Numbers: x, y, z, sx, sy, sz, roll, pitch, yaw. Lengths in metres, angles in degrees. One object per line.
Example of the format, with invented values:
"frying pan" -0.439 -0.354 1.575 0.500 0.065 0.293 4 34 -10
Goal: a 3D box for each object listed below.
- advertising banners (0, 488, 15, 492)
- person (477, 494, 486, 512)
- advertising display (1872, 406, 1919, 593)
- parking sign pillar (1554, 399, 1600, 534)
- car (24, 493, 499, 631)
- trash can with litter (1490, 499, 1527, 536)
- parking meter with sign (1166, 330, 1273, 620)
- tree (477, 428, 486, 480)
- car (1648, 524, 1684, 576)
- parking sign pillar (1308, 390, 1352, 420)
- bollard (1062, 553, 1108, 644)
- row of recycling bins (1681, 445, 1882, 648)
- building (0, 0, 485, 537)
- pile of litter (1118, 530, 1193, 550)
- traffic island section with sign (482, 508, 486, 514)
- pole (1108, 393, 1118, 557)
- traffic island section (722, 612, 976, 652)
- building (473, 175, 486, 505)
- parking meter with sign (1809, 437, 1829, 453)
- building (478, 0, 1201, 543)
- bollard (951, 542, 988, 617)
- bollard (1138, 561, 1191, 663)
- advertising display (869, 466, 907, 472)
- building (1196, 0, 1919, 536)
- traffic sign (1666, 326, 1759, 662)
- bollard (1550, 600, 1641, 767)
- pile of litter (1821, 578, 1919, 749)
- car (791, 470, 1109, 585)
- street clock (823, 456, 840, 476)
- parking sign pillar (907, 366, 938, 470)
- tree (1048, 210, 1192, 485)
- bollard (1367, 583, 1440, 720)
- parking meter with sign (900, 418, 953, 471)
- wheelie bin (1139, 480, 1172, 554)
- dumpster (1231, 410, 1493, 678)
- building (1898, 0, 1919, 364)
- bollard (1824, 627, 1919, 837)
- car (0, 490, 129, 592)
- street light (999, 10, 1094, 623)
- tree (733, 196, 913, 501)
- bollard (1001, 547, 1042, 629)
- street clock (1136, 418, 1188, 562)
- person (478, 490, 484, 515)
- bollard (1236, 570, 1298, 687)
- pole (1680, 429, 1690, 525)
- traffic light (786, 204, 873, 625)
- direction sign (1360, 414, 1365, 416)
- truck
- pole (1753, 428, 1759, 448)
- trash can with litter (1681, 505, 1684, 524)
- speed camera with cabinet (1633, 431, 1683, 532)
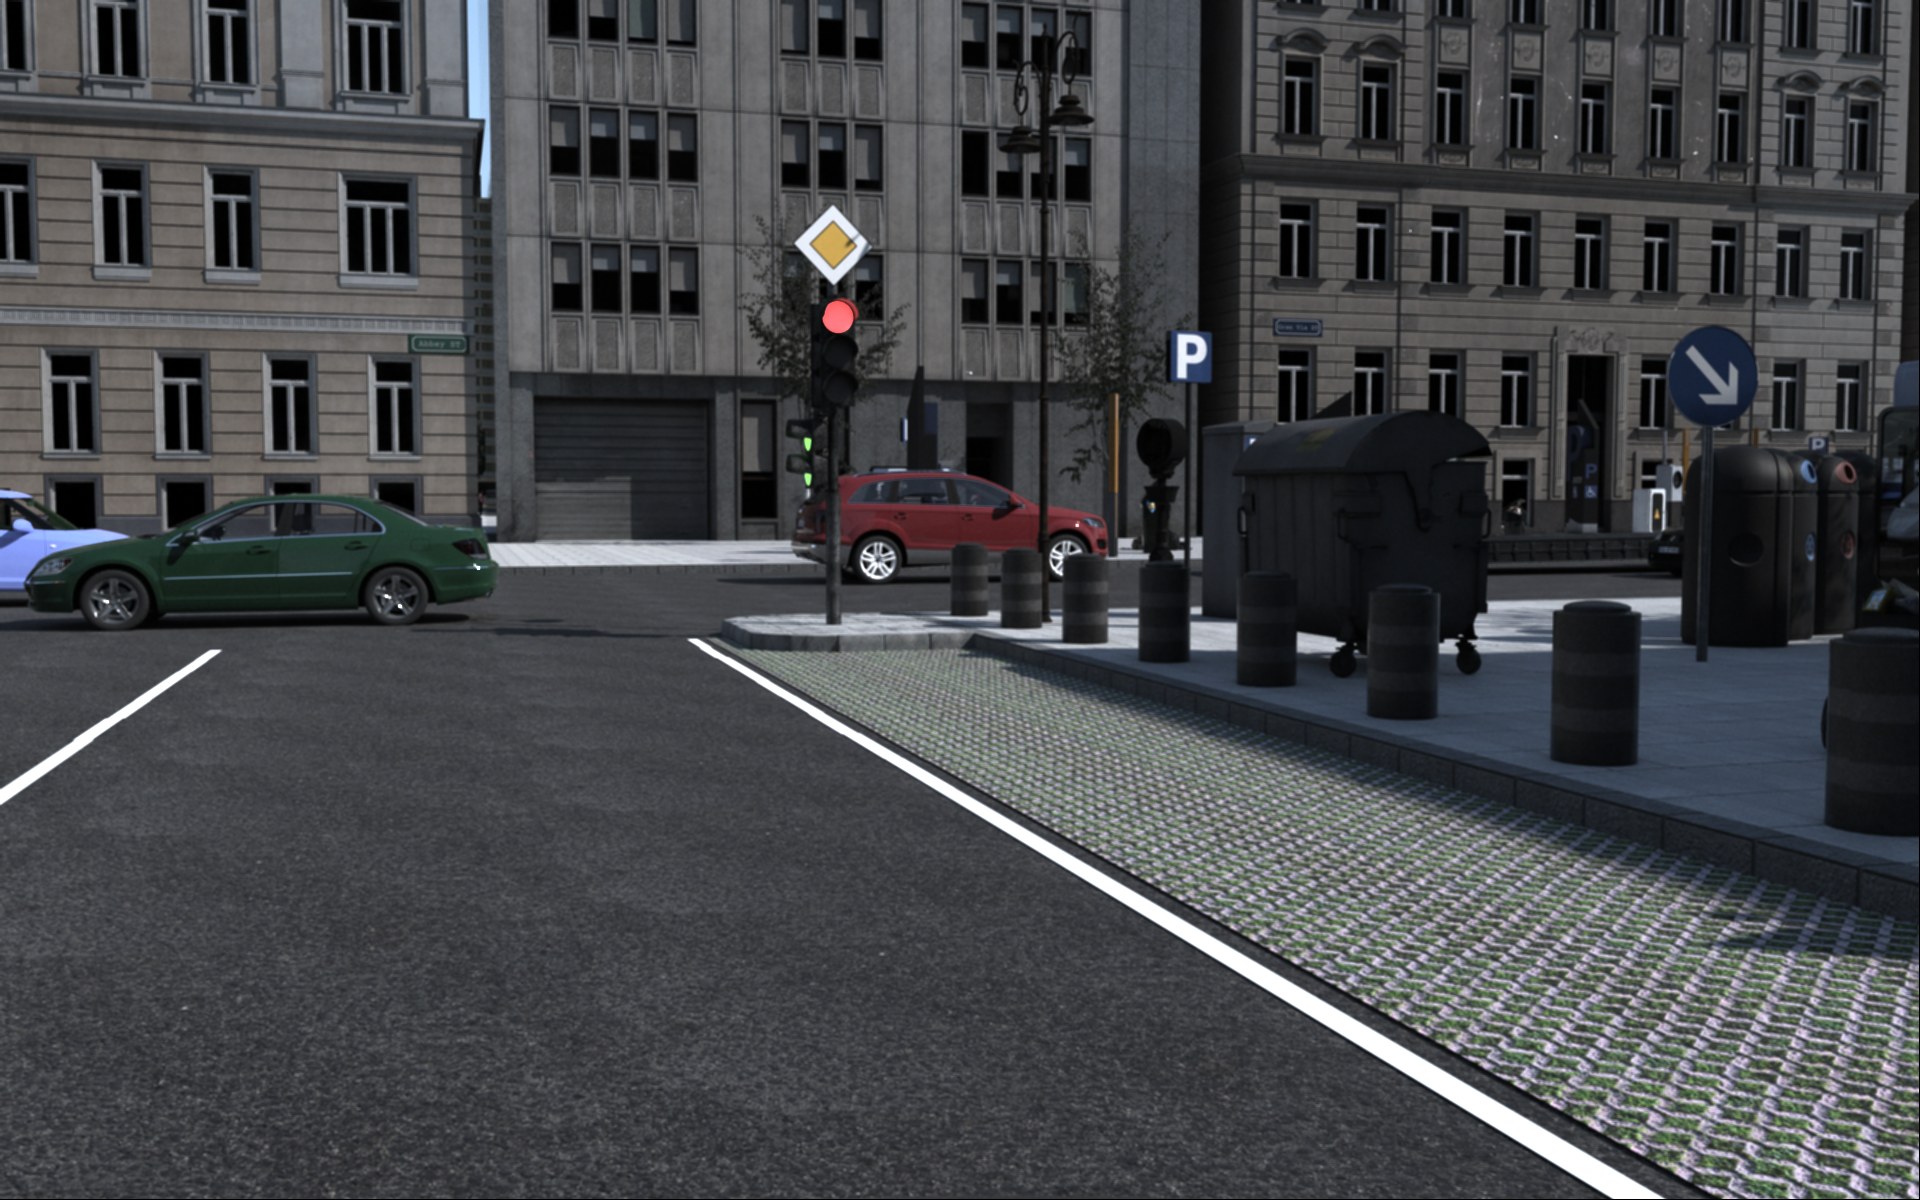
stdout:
"advertising banners" -22.247 -2.602 38.723 2.074 3.025 0.090 0 4 -6
"person" -38.504 -7.935 138.954 1.217 1.743 0.721 0 4 -8
"advertising display" 7.157 -0.449 12.556 0.123 1.923 0.974 -3 5 -40
"parking sign pillar" 17.509 -3.683 48.696 1.447 3.967 1.447 0 4 -1
"car" -7.680 -0.458 19.292 4.920 1.459 2.131 -1 4 -15
"trash can with litter" 13.229 -1.880 42.127 1.055 1.170 0.624 3 5 41
"parking meter with sign" 2.854 -1.324 17.912 0.543 3.016 1.738 -2 4 -29
"tree" -43.912 -15.561 171.432 9.611 12.733 9.660 0 3 0
"car" 14.054 -1.239 30.037 4.222 1.686 2.009 -1 4 -16
"parking sign pillar" 9.568 -3.481 45.389 1.447 3.967 1.447 1 4 11
"bollard" 1.083 -0.016 14.978 0.404 0.777 0.398 0 3 0
"row of recycling bins" 7.539 -0.529 15.768 1.069 1.692 3.534 3 5 45
"building" -23.657 -16.023 47.884 20.117 28.700 13.634 -1 4 -16
"pile of litter" 4.471 -1.590 39.959 1.719 0.858 1.176 1 4 22
"traffic island section with sign" -33.594 -7.193 126.229 1.989 1.847 2.006 -1 4 -16
"pole" 3.116 -2.531 35.225 0.158 3.312 0.155 0 3 0
"traffic island section" -1.220 0.320 17.052 2.009 0.180 2.903 -1 4 -16
"building" -60.979 -31.880 213.125 23.993 40.220 32.217 -1 4 -16
"parking meter with sign" 26.923 -3.504 53.555 1.738 3.016 0.543 -3 4 -37
"building" -4.285 -14.378 53.101 19.932 24.808 12.078 -1 4 -16
"bollard" 0.099 -0.219 18.295 0.404 0.777 0.398 0 3 0
"bollard" 1.572 0.085 13.321 0.404 0.777 0.398 0 3 0
"advertising display" -1.633 -2.149 40.355 0.974 1.923 0.123 -2 4 -24
"building" 18.201 -16.021 59.209 25.104 27.353 12.463 -1 4 -16
"traffic sign" 5.692 -0.802 13.213 0.768 2.556 0.104 -1 4 -10
"bollard" 3.055 0.391 8.325 0.404 0.777 0.398 0 3 0
"pile of litter" 4.961 0.329 8.584 1.719 0.858 1.176 -2 4 -30
"car" -0.122 -1.220 28.613 5.304 1.827 2.281 -1 4 -16
"street clock" -2.490 -1.731 32.866 0.358 2.002 0.471 -3 4 -36
"parking sign pillar" -0.824 -2.978 37.160 1.447 3.967 1.447 -1 4 -12
"tree" 4.082 -5.846 45.951 4.360 8.622 3.978 0 3 0
"bollard" 2.558 0.289 10.000 0.404 0.777 0.398 0 3 0
"parking meter with sign" -0.553 -2.633 39.307 1.738 3.016 0.543 3 5 44
"wheelie bin" 4.251 -1.814 37.566 0.693 1.594 0.980 0 4 2
"dumpster" 2.969 -0.434 12.858 1.264 1.857 1.865 -1 4 -16
"building" 42.296 -16.452 66.245 25.104 27.353 12.463 -1 4 -16
"bollard" 3.552 0.493 6.653 0.404 0.777 0.398 0 3 0
"car" -12.450 -0.785 22.425 3.694 1.707 1.945 -1 4 -16
"street light" 0.834 -2.714 17.168 0.468 5.910 1.993 -1 4 -16
"tree" -3.647 -5.693 43.440 4.360 8.622 3.978 0 3 0
"bollard" 0.592 -0.118 16.640 0.404 0.777 0.398 0 3 0
"street clock" 1.937 -0.739 16.657 0.358 2.002 0.471 -3 5 -40
"person" -32.079 -6.548 116.242 0.721 1.739 1.217 -1 4 -8
"bollard" 2.067 0.187 11.666 0.404 0.777 0.398 0 3 0
"pole" 22.649 -3.686 54.113 0.158 3.312 0.155 0 3 0
"traffic light" -1.261 -1.713 16.926 0.839 4.253 0.868 -1 4 -16
"direction sign" 11.426 -3.498 49.192 0.379 3.537 0.876 2 4 24
"truck" 13.916 -2.638 32.898 18.799 4.110 2.967 -1 4 -16
"pole" 24.594 -3.656 53.611 0.158 3.312 0.155 0 3 0
"trash can with litter" 21.102 -2.374 50.198 1.055 1.170 0.624 -2 4 -27
"speed camera with cabinet" 21.572 -3.618 53.492 2.038 3.252 0.660 -3 5 -41
